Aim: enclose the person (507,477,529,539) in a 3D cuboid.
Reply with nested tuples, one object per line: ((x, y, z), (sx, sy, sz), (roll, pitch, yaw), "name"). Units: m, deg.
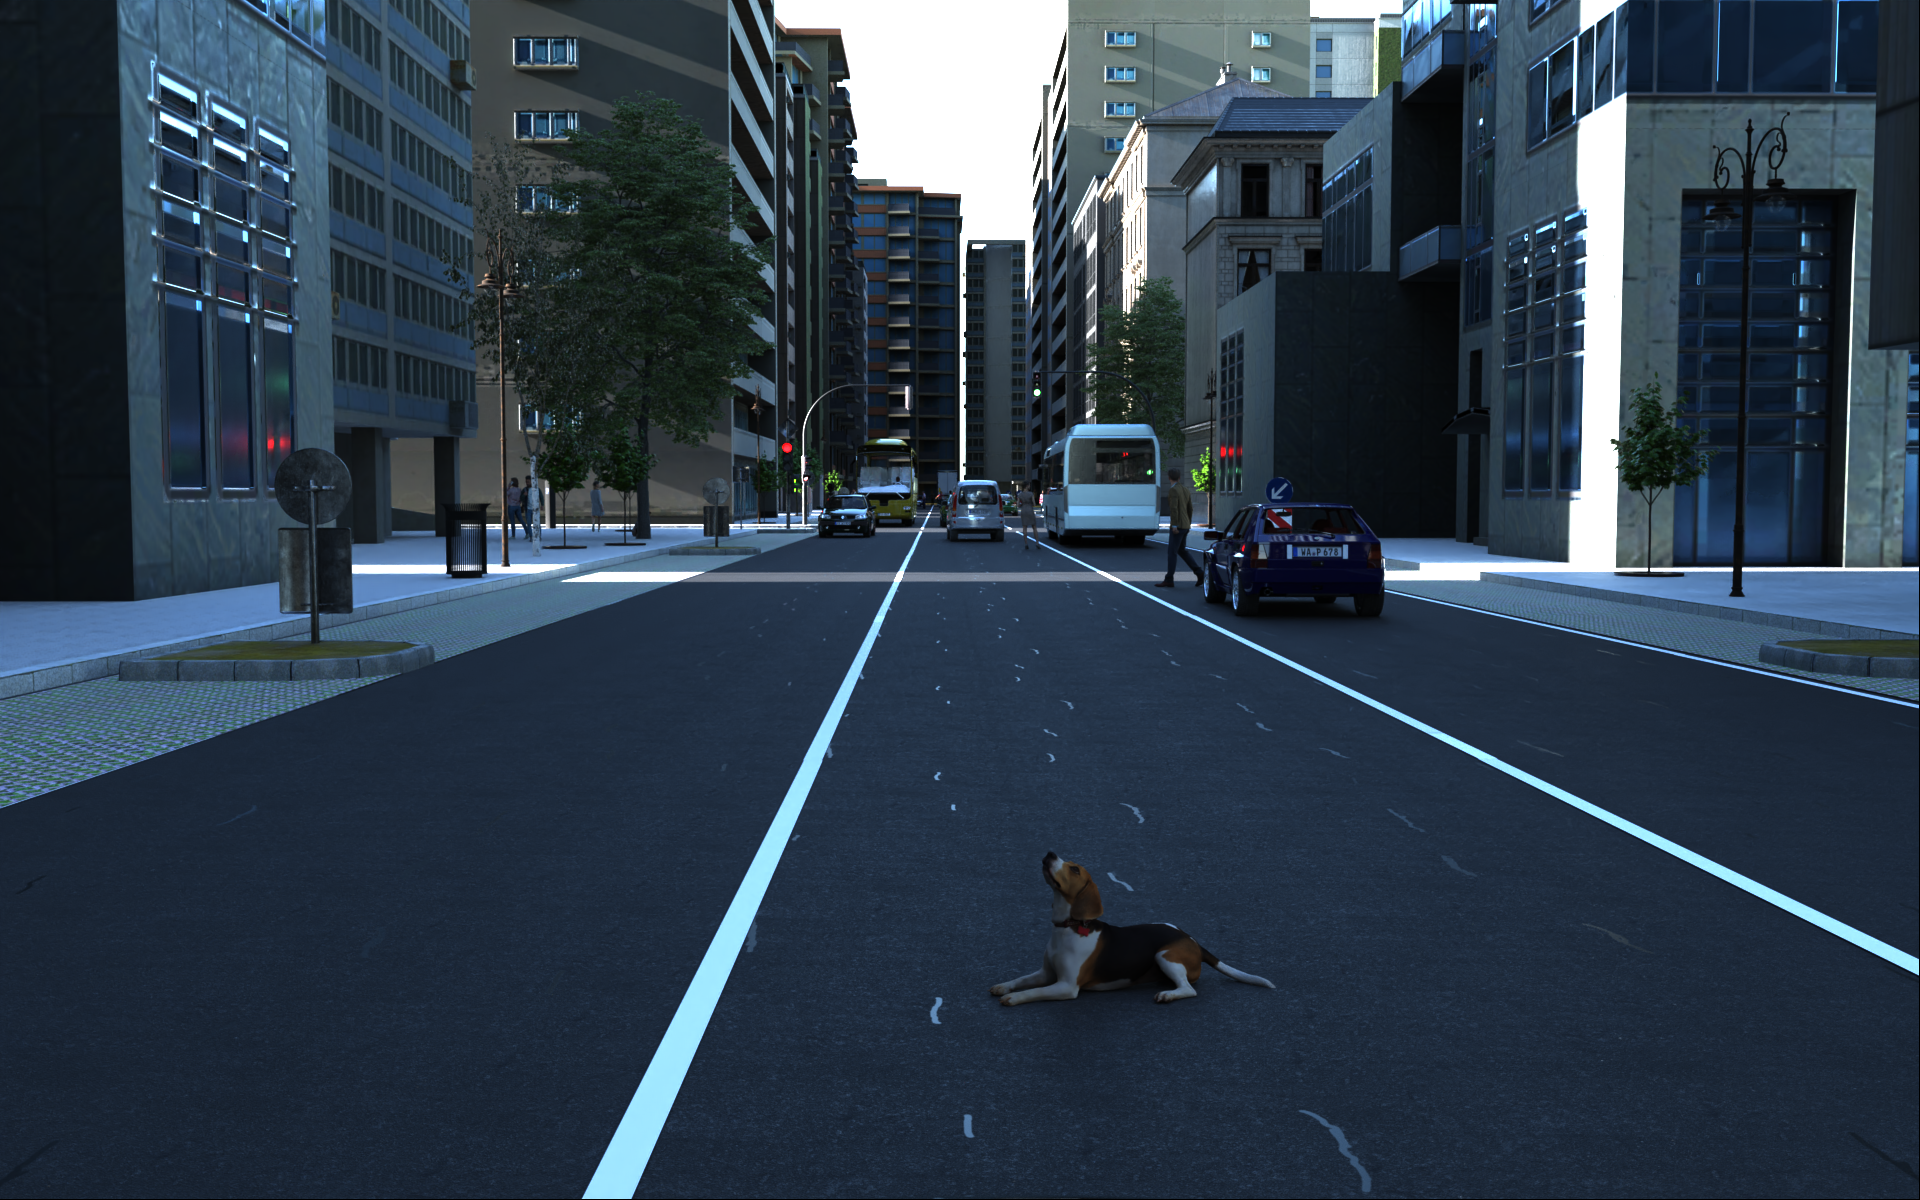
((-12.517, -2.592, 49.017), (0.643, 1.750, 0.593), (2, 4, 29), "person")

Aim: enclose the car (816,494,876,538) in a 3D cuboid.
((-3.787, -2.970, 58.345), (2.009, 1.686, 4.222), (0, 4, 1), "car")

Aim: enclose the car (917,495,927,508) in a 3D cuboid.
((-4.263, -9.671, 170.693), (1.945, 1.354, 3.894), (0, 4, -2), "car")

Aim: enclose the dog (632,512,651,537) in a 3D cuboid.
((-9.705, -2.332, 52.502), (0.513, 0.831, 0.800), (-2, 4, -23), "dog")

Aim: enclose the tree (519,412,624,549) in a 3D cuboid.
((-9.213, -2.819, 40.695), (1.663, 3.219, 1.824), (0, 3, 0), "tree")

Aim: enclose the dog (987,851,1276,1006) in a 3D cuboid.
((0.496, 0.931, 4.965), (0.748, 0.427, 0.550), (2, 4, 24), "dog")

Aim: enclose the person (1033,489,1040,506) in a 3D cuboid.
((7.958, -10.861, 183.719), (1.348, 1.812, 0.705), (-1, 4, -21), "person")

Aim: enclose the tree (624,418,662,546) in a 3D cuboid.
((-8.522, -2.979, 43.315), (1.663, 3.219, 1.824), (0, 3, 0), "tree")

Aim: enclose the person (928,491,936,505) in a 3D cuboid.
((-3.563, -13.125, 223.234), (1.348, 1.807, 0.705), (-3, 5, -41), "person")

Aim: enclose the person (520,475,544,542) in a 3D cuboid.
((-11.491, -2.453, 46.495), (0.623, 1.781, 0.721), (-1, 4, -19), "person")

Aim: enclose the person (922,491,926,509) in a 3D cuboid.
((-3.461, -9.450, 163.942), (0.436, 1.711, 0.756), (1, 4, 8), "person")

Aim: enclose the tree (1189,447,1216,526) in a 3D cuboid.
((10.130, -4.674, 71.027), (1.663, 3.219, 1.824), (0, 3, 0), "tree")

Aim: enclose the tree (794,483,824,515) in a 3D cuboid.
((-9.517, -6.817, 106.051), (1.663, 3.219, 1.824), (0, 3, 0), "tree")

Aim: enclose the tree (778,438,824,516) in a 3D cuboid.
((-9.532, -7.180, 101.098), (4.285, 4.588, 4.351), (0, 3, 0), "tree")

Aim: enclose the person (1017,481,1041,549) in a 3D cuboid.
((1.798, -2.216, 45.068), (0.599, 1.781, 0.374), (1, 4, 18), "person")

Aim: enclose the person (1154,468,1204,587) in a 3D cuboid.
((3.416, -1.123, 26.770), (0.836, 1.842, 0.656), (0, 3, 0), "person")

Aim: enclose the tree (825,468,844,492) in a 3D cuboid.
((-9.302, -8.085, 126.783), (1.663, 3.219, 1.824), (0, 3, 0), "tree")

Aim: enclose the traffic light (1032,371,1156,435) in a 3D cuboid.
((5.042, -5.459, 63.928), (4.771, 5.953, 1.251), (0, 4, -1), "traffic light")

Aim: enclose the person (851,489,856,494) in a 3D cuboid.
((-7.382, -6.910, 121.667), (0.473, 1.802, 0.592), (-2, 4, -29), "person")

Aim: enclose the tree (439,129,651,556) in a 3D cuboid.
((-8.611, -5.193, 35.260), (4.360, 8.622, 3.978), (0, 3, 0), "tree")

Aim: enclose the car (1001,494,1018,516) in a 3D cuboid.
((2.836, -6.231, 113.670), (2.131, 1.459, 4.920), (0, 4, -1), "car")

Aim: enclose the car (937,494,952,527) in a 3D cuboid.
((0.063, -3.945, 76.292), (2.131, 1.459, 4.920), (0, 4, -2), "car")

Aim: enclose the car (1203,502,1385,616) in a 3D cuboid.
((4.091, -0.555, 21.657), (1.945, 1.354, 3.894), (0, 4, 0), "car")

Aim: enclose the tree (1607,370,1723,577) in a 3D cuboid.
((10.765, -1.982, 27.009), (1.663, 3.219, 1.824), (0, 3, 0), "tree")

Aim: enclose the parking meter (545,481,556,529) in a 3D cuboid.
((-15.292, -3.605, 64.653), (0.255, 1.863, 0.399), (-3, 5, -42), "parking meter")

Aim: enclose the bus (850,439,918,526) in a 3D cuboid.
((-3.326, -5.433, 80.377), (2.896, 3.916, 12.252), (0, 4, -1), "bus")

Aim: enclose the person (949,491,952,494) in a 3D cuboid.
((-0.930, -8.789, 152.881), (0.721, 1.739, 1.217), (1, 4, 16), "person")

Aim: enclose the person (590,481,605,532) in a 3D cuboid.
((-12.198, -3.143, 58.178), (0.466, 1.731, 0.760), (0, 4, -4), "person")

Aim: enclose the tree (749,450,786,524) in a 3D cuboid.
((-8.553, -4.946, 75.476), (1.663, 3.219, 1.824), (0, 3, 0), "tree")

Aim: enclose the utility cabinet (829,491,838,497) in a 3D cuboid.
((-8.713, -6.770, 119.373), (0.318, 1.500, 1.173), (-2, 4, -24), "utility cabinet")

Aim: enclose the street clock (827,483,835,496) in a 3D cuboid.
((-8.672, -6.831, 116.260), (0.471, 2.002, 0.358), (2, 4, 29), "street clock")

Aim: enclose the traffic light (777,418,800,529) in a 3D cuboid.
((-6.327, -4.587, 63.915), (0.839, 4.253, 0.868), (0, 4, -1), "traffic light")

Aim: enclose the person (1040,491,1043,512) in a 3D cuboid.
((6.068, -7.111, 125.595), (0.563, 1.720, 0.643), (0, 4, 3), "person")

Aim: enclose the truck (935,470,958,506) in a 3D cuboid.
((-1.589, -13.530, 210.130), (2.839, 4.237, 11.283), (0, 4, -1), "truck")

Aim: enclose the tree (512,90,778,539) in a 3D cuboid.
((-8.659, -8.020, 49.261), (7.486, 12.596, 7.792), (0, 3, 0), "tree")

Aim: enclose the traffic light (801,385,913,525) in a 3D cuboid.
((-4.334, -5.951, 71.960), (4.771, 5.953, 1.251), (0, 4, -1), "traffic light")

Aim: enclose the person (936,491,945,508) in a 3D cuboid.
((-2.020, -10.278, 177.262), (1.217, 1.743, 0.721), (3, 5, 40), "person")

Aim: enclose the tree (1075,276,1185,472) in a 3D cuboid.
((9.916, -10.518, 90.094), (7.486, 12.596, 7.792), (0, 3, 0), "tree")

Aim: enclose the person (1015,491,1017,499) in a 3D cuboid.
((7.303, -13.195, 222.503), (0.721, 1.735, 1.217), (1, 4, 20), "person")
